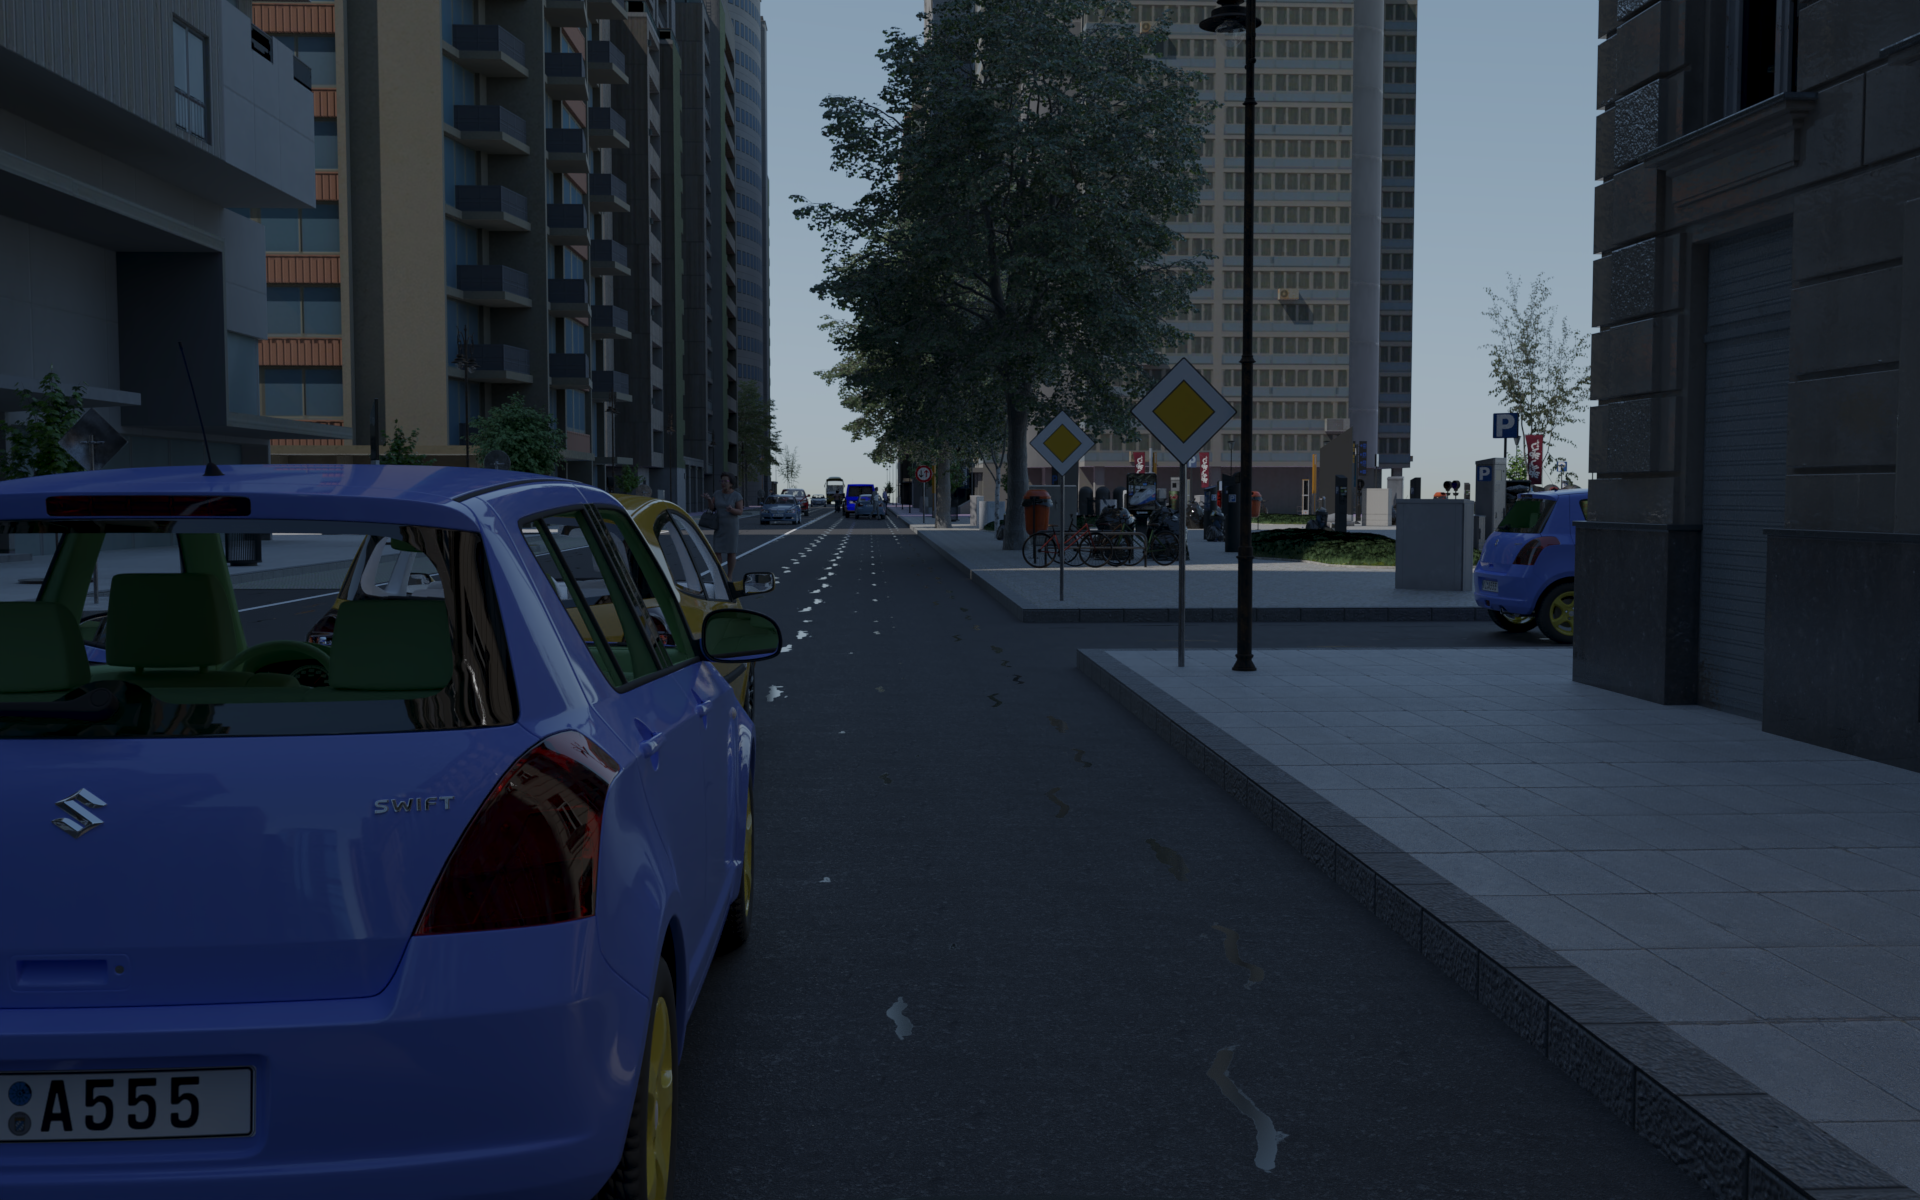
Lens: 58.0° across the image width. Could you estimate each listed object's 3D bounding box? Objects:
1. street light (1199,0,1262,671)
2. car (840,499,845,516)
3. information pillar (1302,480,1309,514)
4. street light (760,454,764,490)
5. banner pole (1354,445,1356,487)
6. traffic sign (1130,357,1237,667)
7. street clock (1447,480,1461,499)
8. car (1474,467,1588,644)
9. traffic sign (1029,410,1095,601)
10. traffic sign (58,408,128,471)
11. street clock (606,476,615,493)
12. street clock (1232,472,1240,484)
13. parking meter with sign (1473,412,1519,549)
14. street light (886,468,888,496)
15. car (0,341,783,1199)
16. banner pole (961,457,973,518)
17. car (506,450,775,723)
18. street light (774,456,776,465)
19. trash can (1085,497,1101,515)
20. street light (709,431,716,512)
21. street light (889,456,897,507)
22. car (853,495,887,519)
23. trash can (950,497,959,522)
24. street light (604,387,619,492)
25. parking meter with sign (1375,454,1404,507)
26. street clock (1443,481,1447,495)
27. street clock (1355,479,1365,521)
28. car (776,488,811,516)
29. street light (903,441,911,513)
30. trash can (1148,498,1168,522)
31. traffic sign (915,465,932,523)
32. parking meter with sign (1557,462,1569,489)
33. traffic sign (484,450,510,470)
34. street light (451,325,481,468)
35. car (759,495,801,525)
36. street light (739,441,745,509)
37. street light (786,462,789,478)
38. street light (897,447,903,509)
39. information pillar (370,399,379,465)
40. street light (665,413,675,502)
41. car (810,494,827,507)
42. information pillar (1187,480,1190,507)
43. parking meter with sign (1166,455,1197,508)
[{"bbox_3d":[2.070,-2.425,12.433,0.468,5.910,1.993,0,4,-3],"label":"street light"},{"bbox_3d":[-7.036,-6.509,116.211,2.009,1.686,4.222,0,4,-3],"label":"car"},{"bbox_3d":[17.637,-5.134,88.425,0.304,2.012,0.304,0,4,4],"label":"information pillar"},{"bbox_3d":[-20.538,-12.675,180.028,0.468,5.910,1.993,0,4,-3],"label":"street light"},{"bbox_3d":[17.399,-5.345,77.412,0.401,3.779,0.863,-3,5,-41],"label":"banner pole"},{"bbox_3d":[1.643,-0.561,12.811,0.795,2.450,0.064,0,4,-3],"label":"traffic sign"},{"bbox_3d":[25.868,-5.249,90.384,0.358,2.002,0.471,-2,4,-25],"label":"street clock"},{"bbox_3d":[7.102,-0.473,17.330,3.694,1.707,1.945,0,4,-1],"label":"car"},{"bbox_3d":[1.222,-1.049,20.786,0.795,2.450,0.064,0,4,-3],"label":"traffic sign"},{"bbox_3d":[-10.107,-1.013,20.211,0.795,2.450,0.064,0,4,-3],"label":"traffic sign"},{"bbox_3d":[-14.405,-4.085,71.361,0.358,2.002,0.471,-1,4,-23],"label":"street clock"},{"bbox_3d":[9.065,-3.158,56.200,0.471,2.002,0.358,-1,4,-15],"label":"street clock"},{"bbox_3d":[11.167,-2.464,36.543,0.543,3.016,1.738,3,5,39],"label":"parking meter with sign"},{"bbox_3d":[-9.202,-15.564,227.261,0.468,5.910,1.993,0,4,-3],"label":"street light"},{"bbox_3d":[-1.439,0.319,4.377,1.945,1.707,3.694,0,4,-3],"label":"car"},{"bbox_3d":[0.421,-6.306,93.127,0.863,3.779,0.401,1,4,15],"label":"banner pole"},{"bbox_3d":[-1.976,0.091,8.731,2.015,1.641,3.980,0,4,-3],"label":"car"},{"bbox_3d":[-22.002,-14.334,207.143,0.468,5.910,1.993,0,4,-3],"label":"street light"},{"bbox_3d":[6.173,-4.194,80.219,0.748,1.137,0.748,0,3,0],"label":"trash can"},{"bbox_3d":[-17.692,-9.267,124.310,0.468,5.910,1.993,0,4,-3],"label":"street light"},{"bbox_3d":[-7.728,-13.884,199.783,0.468,5.910,1.993,0,4,-3],"label":"street light"},{"bbox_3d":[-5.175,-5.353,99.521,2.014,1.417,4.499,0,4,-3],"label":"car"},{"bbox_3d":[-0.394,-4.189,80.148,0.748,1.137,0.748,0,3,0],"label":"trash can"},{"bbox_3d":[-15.021,-6.250,74.969,0.468,5.910,1.993,0,4,-3],"label":"street light"},{"bbox_3d":[18.858,-4.814,74.973,1.738,3.016,0.543,1,4,22],"label":"parking meter with sign"},{"bbox_3d":[26.534,-5.484,94.236,0.358,2.002,0.471,-3,5,-41],"label":"street clock"},{"bbox_3d":[18.939,-4.746,82.167,0.471,2.002,0.358,0,4,8],"label":"street clock"},{"bbox_3d":[-11.017,-6.471,114.473,2.281,1.827,5.304,0,4,-5],"label":"car"},{"bbox_3d":[-3.372,-8.775,116.253,0.468,5.910,1.993,0,4,-3],"label":"street light"},{"bbox_3d":[6.950,-3.024,61.093,0.748,1.137,0.748,0,3,0],"label":"trash can"},{"bbox_3d":[-1.589,-4.651,76.147,0.768,2.556,0.104,0,4,5],"label":"traffic sign"},{"bbox_3d":[32.758,-5.942,93.405,0.543,3.016,1.738,3,5,41],"label":"parking meter with sign"},{"bbox_3d":[-13.396,-3.060,50.139,0.768,2.556,0.104,0,4,-1],"label":"traffic sign"},{"bbox_3d":[-13.486,-4.563,47.397,0.468,5.910,1.993,0,4,-3],"label":"street light"},{"bbox_3d":[-8.530,-4.313,82.518,2.014,1.417,4.499,0,4,-2],"label":"car"},{"bbox_3d":[-18.994,-10.933,151.543,0.468,5.910,1.993,0,4,-3],"label":"street light"},{"bbox_3d":[-23.323,-16.010,234.548,0.468,5.910,1.993,0,4,-3],"label":"street light"},{"bbox_3d":[-4.791,-10.469,143.952,0.468,5.910,1.993,0,4,-3],"label":"street light"},{"bbox_3d":[-14.417,-3.141,42.713,0.183,3.616,0.504,-2,4,-33],"label":"information pillar"},{"bbox_3d":[-16.201,-7.594,96.953,0.468,5.910,1.993,0,4,-3],"label":"street light"},{"bbox_3d":[-15.785,-11.071,193.015,2.014,1.417,4.499,0,4,-5],"label":"car"},{"bbox_3d":[11.387,-5.070,87.389,0.304,2.012,0.304,2,4,31],"label":"information pillar"},{"bbox_3d":[9.948,-5.038,78.639,0.543,3.016,1.738,-2,4,-34],"label":"parking meter with sign"}]
